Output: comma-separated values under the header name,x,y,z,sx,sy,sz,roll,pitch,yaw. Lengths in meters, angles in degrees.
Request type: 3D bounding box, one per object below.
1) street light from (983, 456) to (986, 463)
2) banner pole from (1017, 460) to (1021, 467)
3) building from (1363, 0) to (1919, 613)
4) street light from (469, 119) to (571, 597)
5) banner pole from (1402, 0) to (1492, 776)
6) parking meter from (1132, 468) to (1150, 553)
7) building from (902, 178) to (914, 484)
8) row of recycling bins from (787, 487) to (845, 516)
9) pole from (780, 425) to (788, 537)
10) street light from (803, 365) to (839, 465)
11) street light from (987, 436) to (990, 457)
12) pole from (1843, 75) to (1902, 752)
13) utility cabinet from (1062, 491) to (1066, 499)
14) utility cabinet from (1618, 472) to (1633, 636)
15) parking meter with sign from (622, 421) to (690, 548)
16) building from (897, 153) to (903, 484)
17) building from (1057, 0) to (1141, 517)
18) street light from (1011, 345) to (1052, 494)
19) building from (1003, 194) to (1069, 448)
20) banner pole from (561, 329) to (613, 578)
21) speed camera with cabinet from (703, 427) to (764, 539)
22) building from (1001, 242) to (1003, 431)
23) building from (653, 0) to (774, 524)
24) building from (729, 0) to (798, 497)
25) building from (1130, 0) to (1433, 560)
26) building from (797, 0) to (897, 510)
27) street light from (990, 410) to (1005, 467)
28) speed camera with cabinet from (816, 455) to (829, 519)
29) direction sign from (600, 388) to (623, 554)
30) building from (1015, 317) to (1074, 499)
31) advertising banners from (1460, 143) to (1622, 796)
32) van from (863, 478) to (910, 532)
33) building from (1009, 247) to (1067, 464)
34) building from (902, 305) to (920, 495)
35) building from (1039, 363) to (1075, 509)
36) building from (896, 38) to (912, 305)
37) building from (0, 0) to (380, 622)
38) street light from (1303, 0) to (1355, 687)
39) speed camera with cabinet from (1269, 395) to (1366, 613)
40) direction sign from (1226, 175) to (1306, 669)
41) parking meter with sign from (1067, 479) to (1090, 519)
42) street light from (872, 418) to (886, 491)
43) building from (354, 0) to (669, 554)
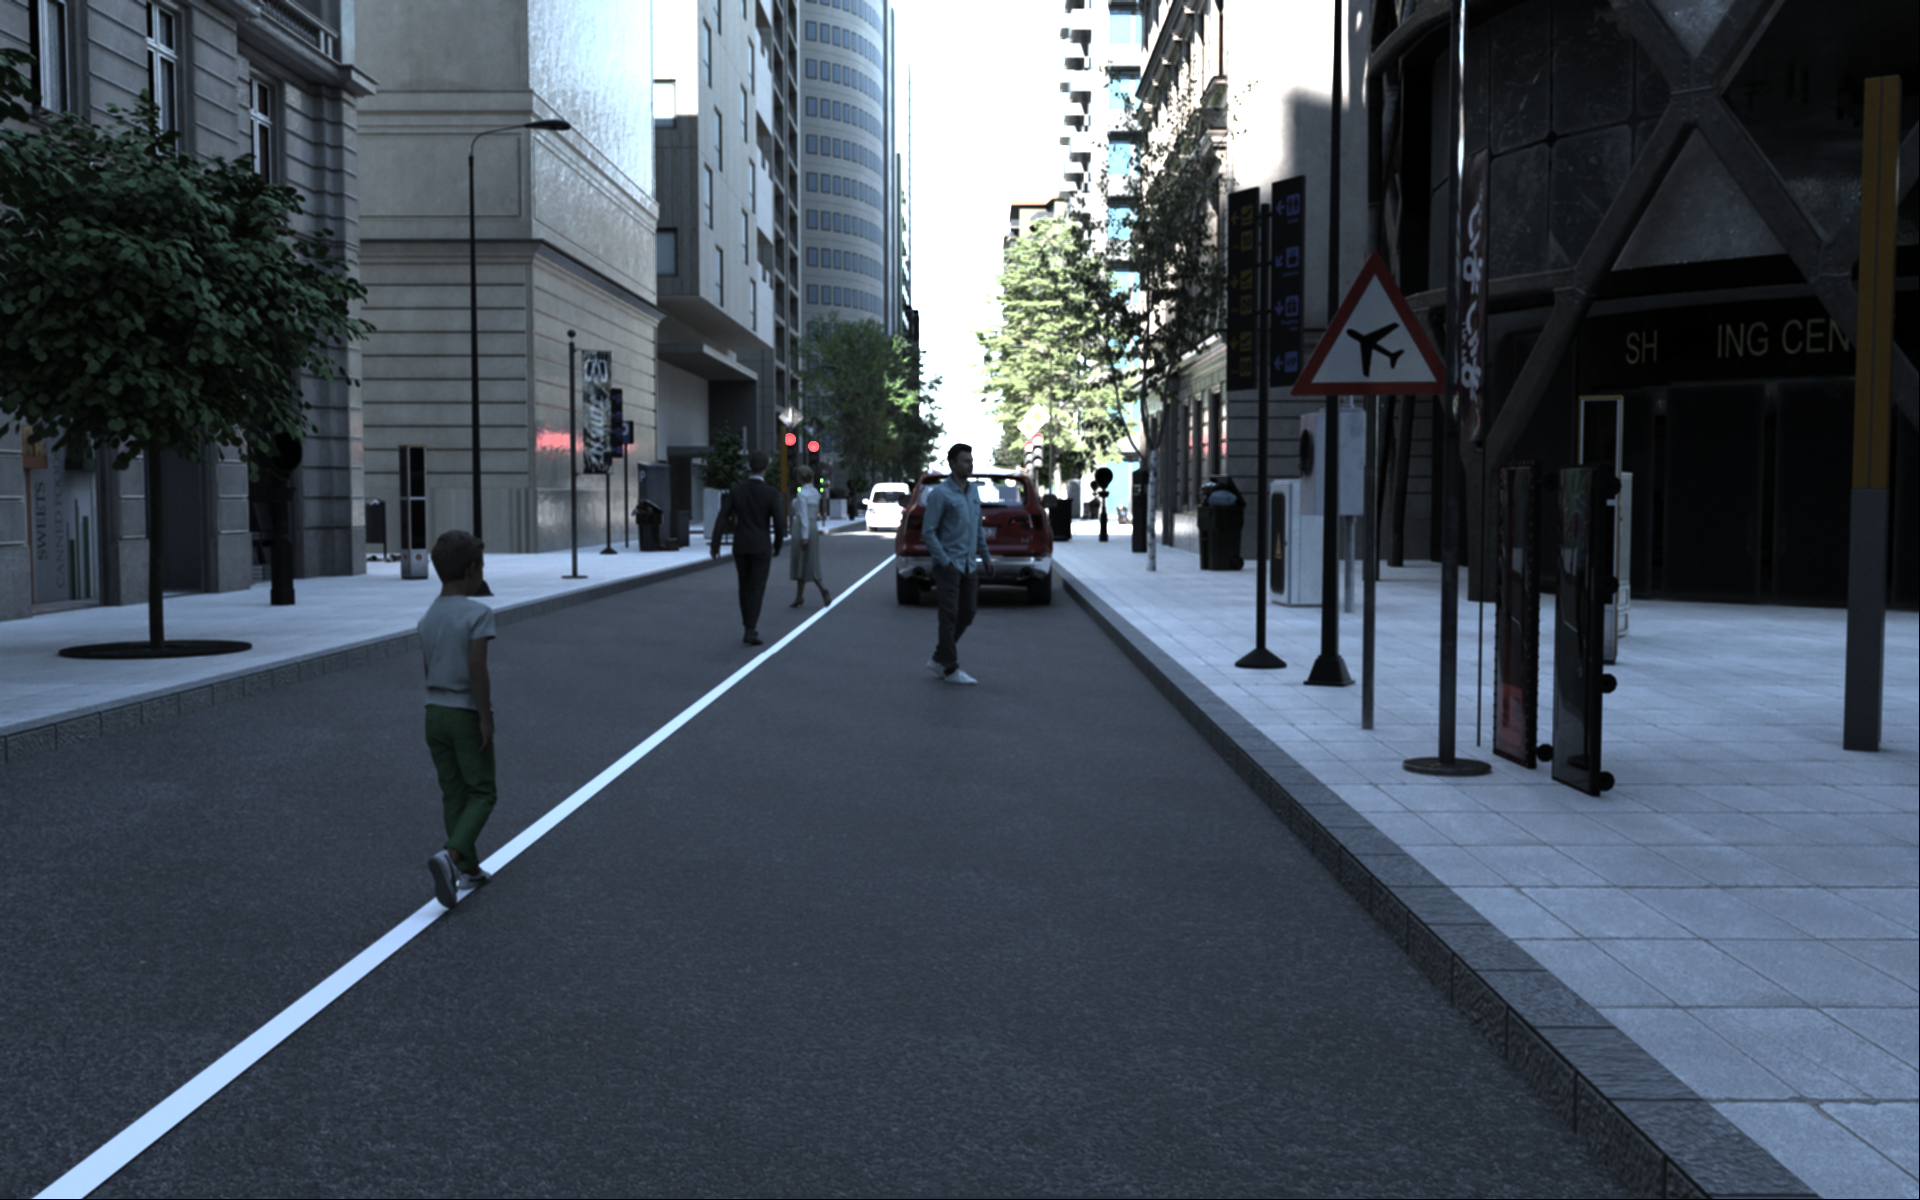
name,x,y,z,sx,sy,sz,roll,pitch,yaw
street light,3.276,-12.092,170.252,1.470,5.913,1.316,0,4,0
banner pole,3.008,-6.029,88.594,0.401,3.779,0.863,-1,4,-17
building,14.053,-9.578,24.055,16.820,18.784,16.811,0,4,0
street light,-5.524,-3.002,21.627,1.470,5.913,1.316,0,4,0
banner pole,2.208,-1.083,7.722,0.401,3.779,0.863,1,4,14
parking meter,3.970,-1.979,38.061,0.255,1.863,0.399,2,4,34
building,-18.534,-37.810,237.805,23.786,49.044,30.456,0,4,0
row of recycling bins,-8.419,-5.720,100.641,3.534,1.692,1.069,-1,4,-10
pole,-5.197,-3.505,51.152,0.158,3.312,0.155,0,3,0
street light,-5.083,-5.512,62.660,1.470,5.913,1.316,0,4,0
street light,2.995,-10.075,137.275,1.470,5.913,1.316,0,4,0
pole,4.537,-0.903,8.609,0.158,3.312,0.155,0,3,0
utility cabinet,8.409,-7.615,133.186,1.173,1.500,0.318,0,4,-3
utility cabinet,5.632,-0.401,15.238,0.318,1.500,1.173,2,4,33
parking meter with sign,-7.382,-2.794,41.941,1.738,3.016,0.543,-3,5,-44
building,-13.983,-31.690,201.722,14.154,41.232,14.086,0,4,0
building,17.587,-29.846,107.590,23.786,49.044,30.456,0,4,0
street light,2.289,-4.990,54.133,1.470,5.913,1.316,0,4,0
building,18.041,-36.567,252.488,22.147,44.769,28.867,0,4,0
banner pole,-5.701,-2.233,26.519,0.863,3.779,0.401,-2,4,-32
speed camera with cabinet,-6.551,-3.416,50.193,0.660,3.252,2.038,2,4,34
building,17.787,-38.366,281.906,22.147,44.769,28.867,0,4,0
building,-22.953,-29.788,76.269,28.713,52.752,27.495,0,4,0
building,-18.859,-41.133,110.773,20.563,71.187,20.611,0,4,0
building,9.834,-10.854,42.096,10.561,19.102,19.286,0,4,0
building,-17.681,-38.998,179.610,21.231,58.520,28.212,0,4,0
street light,2.529,-7.470,94.675,1.470,5.913,1.316,0,4,0
speed camera with cabinet,-7.465,-5.783,88.895,0.660,3.252,2.038,-2,4,-34
direction sign,-7.532,-2.754,37.031,0.379,3.537,0.876,2,4,34
building,19.980,-20.632,182.376,27.650,21.520,28.899,0,4,0
advertising banners,2.661,-0.735,8.199,0.090,3.025,2.074,0,4,-2
van,-2.652,-3.606,65.972,2.013,2.044,4.112,0,4,0
building,13.315,-26.417,203.623,14.160,30.474,14.107,0,4,0
building,-13.206,-29.900,260.567,14.160,30.474,14.107,0,4,0
building,22.829,-28.280,154.259,32.217,40.220,23.993,0,4,0
building,-15.852,-51.320,277.337,20.563,71.187,20.611,0,4,0
building,-15.489,-10.634,15.674,13.314,21.916,24.055,0,4,0
street light,1.955,-2.385,11.533,1.470,5.913,1.316,0,4,0
speed camera with cabinet,3.985,-1.536,19.445,0.660,3.252,2.038,0,4,-3
direction sign,2.237,-1.271,12.781,0.379,3.537,0.876,-2,4,-28
parking meter with sign,5.958,-5.751,90.292,1.738,3.016,0.543,1,4,18
street light,-4.754,-8.123,105.356,1.470,5.913,1.316,0,4,0
building,-23.272,-12.886,43.962,30.059,22.955,16.112,0,4,0
